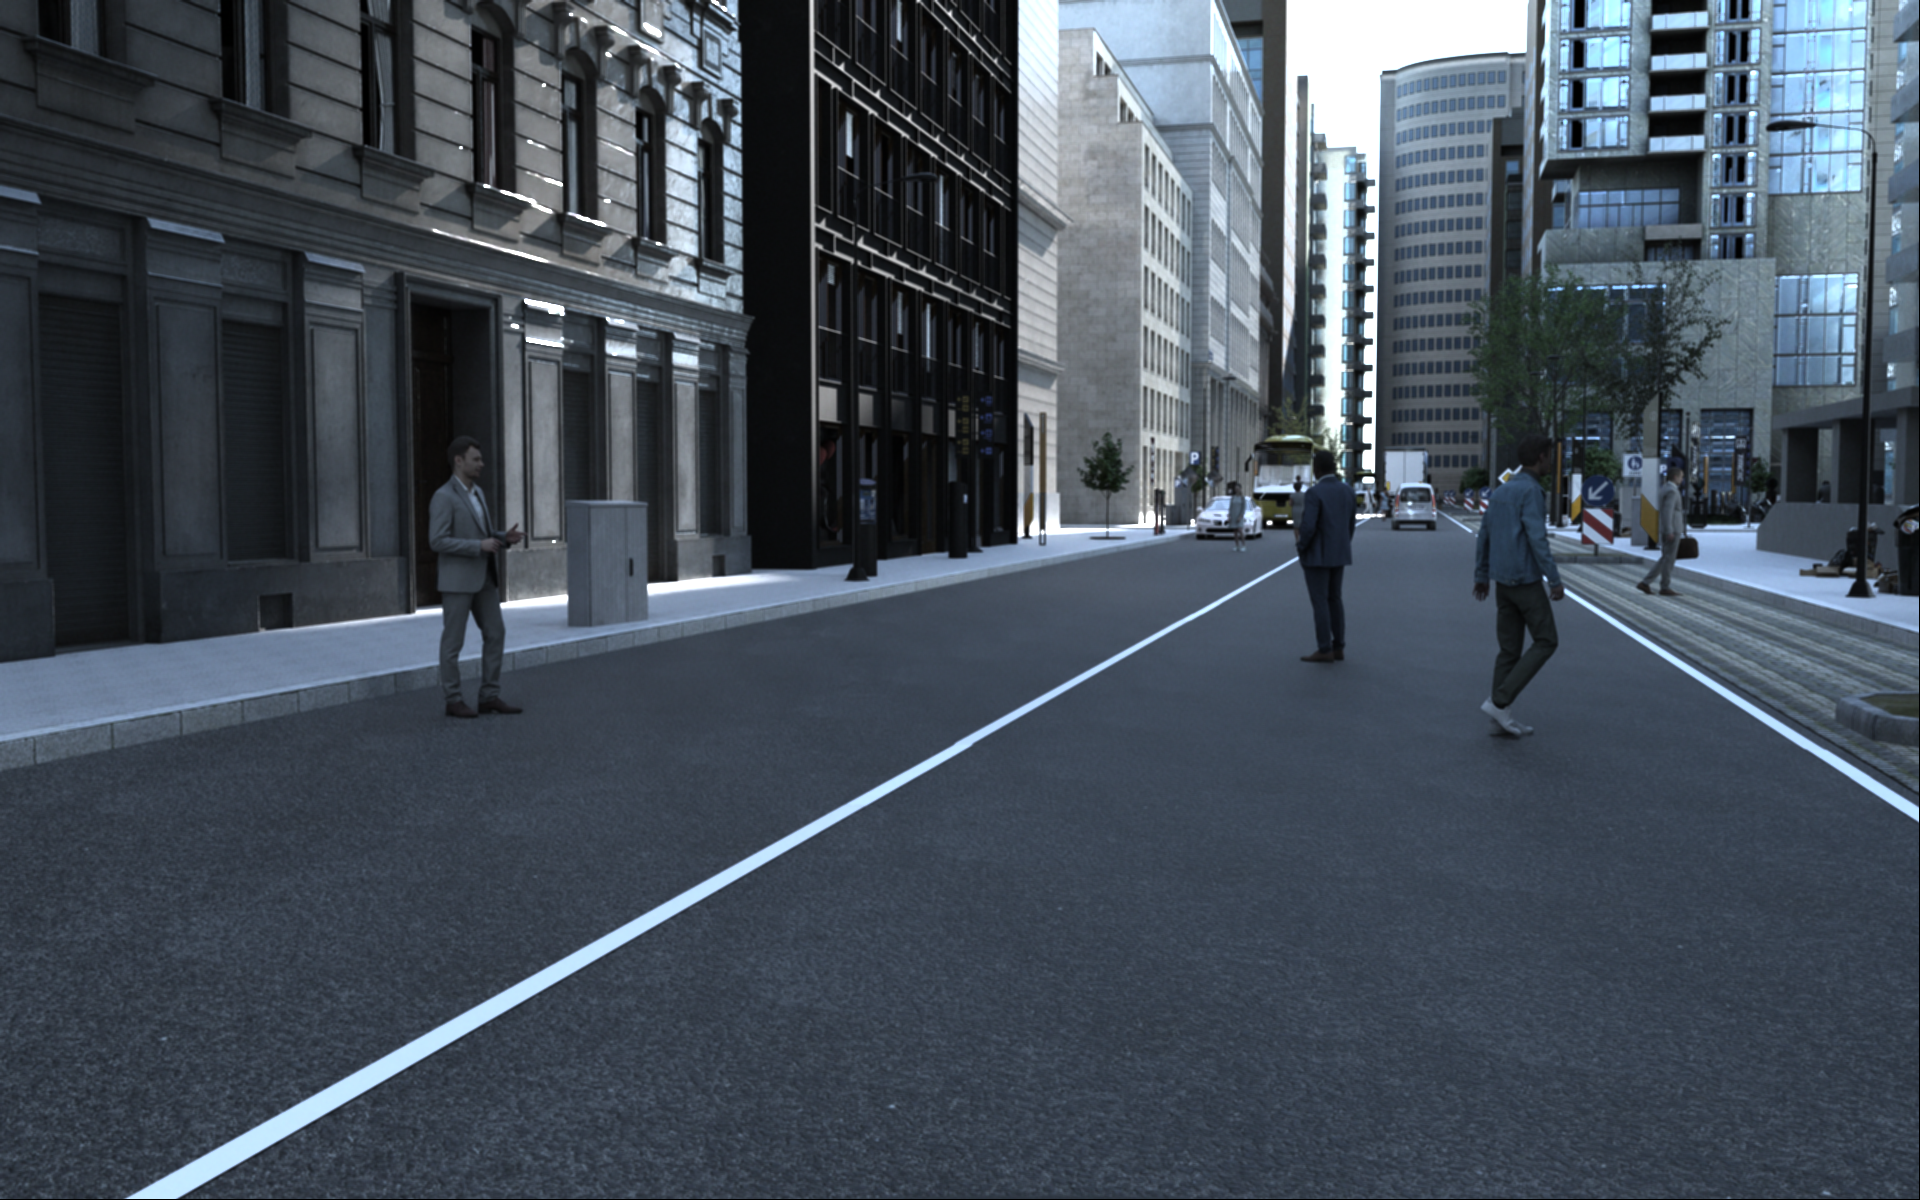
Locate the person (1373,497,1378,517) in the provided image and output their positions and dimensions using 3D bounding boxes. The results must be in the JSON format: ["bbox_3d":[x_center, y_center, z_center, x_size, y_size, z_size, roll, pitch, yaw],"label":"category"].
[{"bbox_3d":[25.828,-5.774,107.594,0.332,1.250,0.352,-1,4,-13],"label":"person"}]

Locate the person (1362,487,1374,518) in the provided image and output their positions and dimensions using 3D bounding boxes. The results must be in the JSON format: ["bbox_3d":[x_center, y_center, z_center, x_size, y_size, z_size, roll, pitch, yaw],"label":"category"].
[{"bbox_3d":[24.065,-5.734,102.132,0.514,1.842,0.818,-3,5,-42],"label":"person"}]

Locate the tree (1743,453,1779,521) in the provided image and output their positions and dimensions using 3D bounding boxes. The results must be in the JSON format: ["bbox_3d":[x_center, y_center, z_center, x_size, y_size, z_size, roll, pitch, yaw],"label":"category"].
[{"bbox_3d":[37.381,-5.303,81.309,1.663,3.219,1.824,0,3,0],"label":"tree"}]

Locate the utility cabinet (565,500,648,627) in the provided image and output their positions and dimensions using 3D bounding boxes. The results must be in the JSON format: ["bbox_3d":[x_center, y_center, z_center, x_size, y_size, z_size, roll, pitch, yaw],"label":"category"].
[{"bbox_3d":[-3.487,-0.369,17.191,0.306,1.237,1.020,1,4,22],"label":"utility cabinet"}]

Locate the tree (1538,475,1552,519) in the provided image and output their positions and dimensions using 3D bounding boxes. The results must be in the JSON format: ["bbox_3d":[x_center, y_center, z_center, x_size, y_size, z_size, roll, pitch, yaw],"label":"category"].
[{"bbox_3d":[30.129,-5.809,89.578,1.663,3.219,1.824,0,3,0],"label":"tree"}]

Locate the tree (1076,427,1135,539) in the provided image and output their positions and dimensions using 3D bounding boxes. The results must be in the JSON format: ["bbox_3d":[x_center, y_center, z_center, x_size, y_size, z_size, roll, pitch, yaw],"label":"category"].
[{"bbox_3d":[4.326,-3.359,49.521,1.663,3.219,1.824,0,3,0],"label":"tree"}]

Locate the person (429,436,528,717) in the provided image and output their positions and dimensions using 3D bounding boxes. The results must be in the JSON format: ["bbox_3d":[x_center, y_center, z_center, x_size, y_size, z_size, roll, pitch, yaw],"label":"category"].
[{"bbox_3d":[-3.097,-0.149,11.142,0.583,1.804,0.606,1,4,11],"label":"person"}]

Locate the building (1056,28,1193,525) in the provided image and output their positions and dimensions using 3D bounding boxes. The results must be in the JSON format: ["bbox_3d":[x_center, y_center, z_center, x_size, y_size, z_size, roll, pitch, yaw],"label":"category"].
[{"bbox_3d":[4.518,-13.797,80.333,10.420,20.320,16.860,1,4,15],"label":"building"}]

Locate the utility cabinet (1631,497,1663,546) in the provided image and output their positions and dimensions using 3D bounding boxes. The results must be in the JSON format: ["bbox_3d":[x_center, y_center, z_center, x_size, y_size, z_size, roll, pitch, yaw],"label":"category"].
[{"bbox_3d":[17.129,-1.932,42.755,1.020,1.237,0.306,2,4,25],"label":"utility cabinet"}]

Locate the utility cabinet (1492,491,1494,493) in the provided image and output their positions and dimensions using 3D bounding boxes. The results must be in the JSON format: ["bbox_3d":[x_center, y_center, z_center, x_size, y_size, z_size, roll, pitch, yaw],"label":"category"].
[{"bbox_3d":[36.222,-6.640,117.235,0.318,1.500,1.173,0,4,0],"label":"utility cabinet"}]

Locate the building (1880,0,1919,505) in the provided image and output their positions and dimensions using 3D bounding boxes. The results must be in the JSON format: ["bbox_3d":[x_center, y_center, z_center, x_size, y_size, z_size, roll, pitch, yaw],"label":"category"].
[{"bbox_3d":[55.418,-27.627,71.314,30.456,49.044,23.786,1,4,15],"label":"building"}]

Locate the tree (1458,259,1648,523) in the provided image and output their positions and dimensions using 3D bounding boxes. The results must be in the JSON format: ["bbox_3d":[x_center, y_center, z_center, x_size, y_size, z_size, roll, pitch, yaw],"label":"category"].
[{"bbox_3d":[26.656,-9.310,77.971,9.928,11.665,9.643,0,3,0],"label":"tree"}]

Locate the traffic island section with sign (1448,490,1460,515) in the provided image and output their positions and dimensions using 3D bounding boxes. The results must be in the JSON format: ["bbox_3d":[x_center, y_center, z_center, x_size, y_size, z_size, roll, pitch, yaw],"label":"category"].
[{"bbox_3d":[34.120,-6.605,116.619,1.989,1.847,2.006,1,4,15],"label":"traffic island section with sign"}]

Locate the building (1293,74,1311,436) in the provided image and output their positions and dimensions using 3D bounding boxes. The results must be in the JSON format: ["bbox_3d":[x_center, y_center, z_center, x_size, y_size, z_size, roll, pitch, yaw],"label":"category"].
[{"bbox_3d":[25.837,-29.488,165.720,14.154,41.232,14.086,1,4,15],"label":"building"}]

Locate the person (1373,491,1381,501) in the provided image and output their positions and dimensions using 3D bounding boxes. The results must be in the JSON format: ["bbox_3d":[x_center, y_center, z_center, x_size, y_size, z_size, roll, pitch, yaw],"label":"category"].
[{"bbox_3d":[38.676,-9.287,161.064,1.217,1.735,0.721,-2,4,-27],"label":"person"}]

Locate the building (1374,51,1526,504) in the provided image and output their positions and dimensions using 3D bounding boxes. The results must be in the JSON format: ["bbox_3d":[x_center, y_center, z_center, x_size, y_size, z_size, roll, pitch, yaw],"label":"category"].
[{"bbox_3d":[69.579,-42.020,229.033,28.212,58.520,21.231,1,4,15],"label":"building"}]

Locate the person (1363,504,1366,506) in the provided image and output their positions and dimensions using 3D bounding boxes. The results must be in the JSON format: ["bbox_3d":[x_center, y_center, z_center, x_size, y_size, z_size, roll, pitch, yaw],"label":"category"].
[{"bbox_3d":[47.756,-11.910,204.171,0.436,1.711,0.756,-1,4,-17],"label":"person"}]

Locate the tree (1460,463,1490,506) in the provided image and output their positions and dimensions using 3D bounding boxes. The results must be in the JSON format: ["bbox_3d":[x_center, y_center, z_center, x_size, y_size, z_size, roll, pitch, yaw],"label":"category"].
[{"bbox_3d":[54.919,-12.262,184.199,4.285,4.588,4.351,0,3,0],"label":"tree"}]

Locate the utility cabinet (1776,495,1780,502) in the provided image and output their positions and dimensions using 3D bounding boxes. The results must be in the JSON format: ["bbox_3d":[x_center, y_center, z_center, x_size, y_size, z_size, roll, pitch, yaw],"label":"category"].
[{"bbox_3d":[44.643,-5.117,94.819,0.306,1.237,1.020,-3,5,-39],"label":"utility cabinet"}]

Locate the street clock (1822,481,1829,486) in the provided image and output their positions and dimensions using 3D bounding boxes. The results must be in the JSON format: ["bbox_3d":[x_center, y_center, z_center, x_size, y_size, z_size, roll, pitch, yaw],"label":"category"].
[{"bbox_3d":[47.431,-5.525,94.900,0.358,2.002,0.471,1,4,10],"label":"street clock"}]

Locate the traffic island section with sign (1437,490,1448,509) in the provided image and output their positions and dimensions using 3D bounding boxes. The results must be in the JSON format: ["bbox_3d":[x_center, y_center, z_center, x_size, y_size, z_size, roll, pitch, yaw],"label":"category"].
[{"bbox_3d":[46.666,-9.546,164.697,1.989,1.847,2.006,1,4,15],"label":"traffic island section with sign"}]

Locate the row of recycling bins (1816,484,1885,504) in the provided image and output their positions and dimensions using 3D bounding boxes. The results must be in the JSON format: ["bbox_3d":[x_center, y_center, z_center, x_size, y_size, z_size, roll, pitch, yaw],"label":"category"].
[{"bbox_3d":[37.175,-4.043,73.221,3.534,1.692,1.069,0,4,7],"label":"row of recycling bins"}]

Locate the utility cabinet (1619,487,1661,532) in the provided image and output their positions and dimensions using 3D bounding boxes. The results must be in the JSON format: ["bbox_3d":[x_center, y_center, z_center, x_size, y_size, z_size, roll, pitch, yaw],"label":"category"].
[{"bbox_3d":[21.296,-2.790,54.292,1.173,1.500,0.318,0,4,1],"label":"utility cabinet"}]

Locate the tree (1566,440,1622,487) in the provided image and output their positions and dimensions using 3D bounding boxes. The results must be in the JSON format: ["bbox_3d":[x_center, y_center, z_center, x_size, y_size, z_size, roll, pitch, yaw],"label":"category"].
[{"bbox_3d":[38.609,-7.419,105.022,4.285,4.588,4.351,0,3,0],"label":"tree"}]

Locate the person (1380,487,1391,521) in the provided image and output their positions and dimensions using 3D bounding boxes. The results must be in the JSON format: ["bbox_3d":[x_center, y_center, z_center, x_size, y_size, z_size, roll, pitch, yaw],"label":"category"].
[{"bbox_3d":[22.546,-5.088,91.776,0.616,1.811,0.778,1,4,18],"label":"person"}]

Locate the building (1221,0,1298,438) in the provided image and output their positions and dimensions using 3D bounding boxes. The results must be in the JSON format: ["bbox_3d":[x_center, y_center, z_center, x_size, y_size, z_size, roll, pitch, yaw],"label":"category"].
[{"bbox_3d":[21.856,-30.670,151.568,14.600,45.320,14.200,1,4,15],"label":"building"}]

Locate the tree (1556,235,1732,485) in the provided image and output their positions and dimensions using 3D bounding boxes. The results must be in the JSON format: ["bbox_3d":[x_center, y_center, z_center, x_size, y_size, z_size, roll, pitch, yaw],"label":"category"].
[{"bbox_3d":[19.474,-6.042,49.148,4.360,8.622,3.978,0,3,0],"label":"tree"}]

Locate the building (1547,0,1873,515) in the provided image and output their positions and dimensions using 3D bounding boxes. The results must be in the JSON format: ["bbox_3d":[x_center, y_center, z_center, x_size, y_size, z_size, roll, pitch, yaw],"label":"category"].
[{"bbox_3d":[49.357,-49.293,118.606,22.319,86.520,31.000,1,4,15],"label":"building"}]

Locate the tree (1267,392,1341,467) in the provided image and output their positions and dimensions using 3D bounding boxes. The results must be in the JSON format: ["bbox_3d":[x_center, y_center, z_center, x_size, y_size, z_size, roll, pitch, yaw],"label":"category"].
[{"bbox_3d":[24.136,-10.620,123.992,4.737,8.622,4.395,0,3,0],"label":"tree"}]

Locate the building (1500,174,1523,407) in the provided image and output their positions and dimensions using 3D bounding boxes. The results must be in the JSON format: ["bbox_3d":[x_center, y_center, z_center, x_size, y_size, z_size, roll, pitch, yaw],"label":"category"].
[{"bbox_3d":[56.346,-23.566,157.008,14.160,30.474,14.107,1,4,15],"label":"building"}]

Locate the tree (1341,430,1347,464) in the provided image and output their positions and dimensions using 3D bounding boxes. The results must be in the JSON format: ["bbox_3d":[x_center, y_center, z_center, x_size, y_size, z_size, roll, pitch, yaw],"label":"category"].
[{"bbox_3d":[38.704,-14.165,181.966,4.737,8.622,4.395,0,3,0],"label":"tree"}]

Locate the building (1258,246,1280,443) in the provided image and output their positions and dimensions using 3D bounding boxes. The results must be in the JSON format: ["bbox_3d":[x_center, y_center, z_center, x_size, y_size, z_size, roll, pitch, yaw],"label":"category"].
[{"bbox_3d":[16.207,-17.598,129.524,13.314,21.916,24.055,1,4,15],"label":"building"}]

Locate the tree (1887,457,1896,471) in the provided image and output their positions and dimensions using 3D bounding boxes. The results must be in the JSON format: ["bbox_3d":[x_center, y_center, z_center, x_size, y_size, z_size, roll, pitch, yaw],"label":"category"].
[{"bbox_3d":[26.573,-3.231,47.421,1.663,3.219,1.824,0,3,0],"label":"tree"}]

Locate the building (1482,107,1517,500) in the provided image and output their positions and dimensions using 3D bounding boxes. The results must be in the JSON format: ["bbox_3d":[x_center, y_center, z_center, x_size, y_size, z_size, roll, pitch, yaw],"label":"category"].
[{"bbox_3d":[68.098,-33.639,200.102,14.600,45.320,14.200,1,4,15],"label":"building"}]

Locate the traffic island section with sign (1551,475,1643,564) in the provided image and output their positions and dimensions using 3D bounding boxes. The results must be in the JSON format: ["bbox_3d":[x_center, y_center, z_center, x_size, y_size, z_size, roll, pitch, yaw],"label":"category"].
[{"bbox_3d":[13.153,-1.690,36.261,1.989,1.847,2.006,1,4,15],"label":"traffic island section with sign"}]

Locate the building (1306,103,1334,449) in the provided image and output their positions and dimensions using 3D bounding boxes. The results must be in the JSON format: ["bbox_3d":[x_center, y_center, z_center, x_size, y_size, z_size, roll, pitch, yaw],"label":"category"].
[{"bbox_3d":[27.524,-35.804,205.001,30.456,49.044,23.786,1,4,15],"label":"building"}]

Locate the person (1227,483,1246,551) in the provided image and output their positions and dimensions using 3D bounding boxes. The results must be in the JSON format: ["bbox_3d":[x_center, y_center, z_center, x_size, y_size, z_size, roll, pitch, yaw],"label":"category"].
[{"bbox_3d":[7.017,-2.092,43.712,0.512,1.701,0.522,2,4,32],"label":"person"}]

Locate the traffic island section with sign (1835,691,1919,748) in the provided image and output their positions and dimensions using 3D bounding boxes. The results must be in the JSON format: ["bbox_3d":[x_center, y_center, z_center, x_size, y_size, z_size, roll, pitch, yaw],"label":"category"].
[{"bbox_3d":[6.346,-0.093,10.149,1.989,1.847,2.006,1,4,15],"label":"traffic island section with sign"}]

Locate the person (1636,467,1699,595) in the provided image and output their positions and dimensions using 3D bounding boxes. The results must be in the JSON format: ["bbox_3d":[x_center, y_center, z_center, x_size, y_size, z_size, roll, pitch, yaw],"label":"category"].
[{"bbox_3d":[10.002,-0.963,24.365,0.853,1.813,0.709,1,4,9],"label":"person"}]

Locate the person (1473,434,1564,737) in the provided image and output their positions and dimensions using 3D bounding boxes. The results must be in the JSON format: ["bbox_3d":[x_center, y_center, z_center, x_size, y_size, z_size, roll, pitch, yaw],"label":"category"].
[{"bbox_3d":[3.272,-0.084,10.215,0.444,1.785,0.601,0,4,-6],"label":"person"}]

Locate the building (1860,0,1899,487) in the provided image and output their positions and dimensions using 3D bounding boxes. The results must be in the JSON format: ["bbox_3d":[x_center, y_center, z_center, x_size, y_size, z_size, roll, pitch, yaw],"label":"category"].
[{"bbox_3d":[90.294,-46.020,190.675,20.611,71.187,20.563,1,4,15],"label":"building"}]

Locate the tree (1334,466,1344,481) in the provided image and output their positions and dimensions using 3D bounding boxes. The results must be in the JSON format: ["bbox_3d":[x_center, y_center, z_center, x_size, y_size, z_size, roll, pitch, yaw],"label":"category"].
[{"bbox_3d":[35.892,-11.372,169.653,4.285,4.588,4.351,0,3,0],"label":"tree"}]

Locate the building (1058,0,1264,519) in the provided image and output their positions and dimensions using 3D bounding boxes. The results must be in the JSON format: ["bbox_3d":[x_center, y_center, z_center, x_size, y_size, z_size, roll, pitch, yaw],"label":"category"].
[{"bbox_3d":[11.033,-19.875,102.446,11.434,29.767,29.804,1,4,15],"label":"building"}]

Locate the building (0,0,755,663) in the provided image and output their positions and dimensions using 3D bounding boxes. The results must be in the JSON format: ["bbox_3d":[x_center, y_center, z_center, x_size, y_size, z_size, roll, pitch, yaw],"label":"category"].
[{"bbox_3d":[-10.160,-10.449,19.997,9.793,20.994,18.267,1,4,15],"label":"building"}]

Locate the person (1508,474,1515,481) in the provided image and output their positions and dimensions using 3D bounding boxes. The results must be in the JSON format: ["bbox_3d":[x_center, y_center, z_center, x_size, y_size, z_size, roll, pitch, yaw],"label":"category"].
[{"bbox_3d":[11.194,-1.626,34.959,0.514,1.842,0.818,-2,4,-28],"label":"person"}]

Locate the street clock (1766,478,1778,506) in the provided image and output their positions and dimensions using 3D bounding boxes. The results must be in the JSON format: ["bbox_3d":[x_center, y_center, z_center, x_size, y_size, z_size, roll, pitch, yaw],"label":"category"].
[{"bbox_3d":[37.209,-4.579,79.438,0.471,2.002,0.358,-1,4,-9],"label":"street clock"}]

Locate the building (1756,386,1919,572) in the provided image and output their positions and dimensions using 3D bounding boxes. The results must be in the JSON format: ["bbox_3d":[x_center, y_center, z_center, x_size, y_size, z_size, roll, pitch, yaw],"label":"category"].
[{"bbox_3d":[32.172,-20.551,27.887,32.217,40.220,23.993,1,4,15],"label":"building"}]

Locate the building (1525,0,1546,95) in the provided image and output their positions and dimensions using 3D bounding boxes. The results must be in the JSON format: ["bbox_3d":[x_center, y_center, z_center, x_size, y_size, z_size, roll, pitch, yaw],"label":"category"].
[{"bbox_3d":[53.760,-30.091,142.101,14.600,45.320,14.200,1,4,15],"label":"building"}]

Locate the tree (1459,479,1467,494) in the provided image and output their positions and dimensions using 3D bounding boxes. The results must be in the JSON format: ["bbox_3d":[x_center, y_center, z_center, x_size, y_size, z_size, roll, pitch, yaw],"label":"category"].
[{"bbox_3d":[58.090,-12.572,200.145,1.663,3.219,1.824,0,3,0],"label":"tree"}]

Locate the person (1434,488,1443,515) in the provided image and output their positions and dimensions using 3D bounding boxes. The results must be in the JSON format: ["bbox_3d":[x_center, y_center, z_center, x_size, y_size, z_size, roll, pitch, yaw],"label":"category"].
[{"bbox_3d":[32.061,-6.608,116.517,0.794,1.824,0.713,-1,4,-23],"label":"person"}]

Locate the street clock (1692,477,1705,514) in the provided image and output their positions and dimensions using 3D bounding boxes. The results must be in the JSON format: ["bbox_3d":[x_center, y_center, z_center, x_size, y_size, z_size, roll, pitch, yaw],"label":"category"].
[{"bbox_3d":[34.529,-4.676,81.015,0.358,2.002,0.471,-3,5,-43],"label":"street clock"}]

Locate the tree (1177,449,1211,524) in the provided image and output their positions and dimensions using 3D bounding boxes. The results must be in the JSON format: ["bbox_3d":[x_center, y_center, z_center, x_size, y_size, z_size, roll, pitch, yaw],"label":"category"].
[{"bbox_3d":[10.093,-4.918,75.011,1.663,3.219,1.824,0,3,0],"label":"tree"}]

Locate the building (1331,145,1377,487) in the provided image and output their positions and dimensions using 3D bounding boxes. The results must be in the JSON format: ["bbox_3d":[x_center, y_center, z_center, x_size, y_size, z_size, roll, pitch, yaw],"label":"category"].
[{"bbox_3d":[41.409,-37.843,238.340,30.456,49.044,23.786,1,4,15],"label":"building"}]

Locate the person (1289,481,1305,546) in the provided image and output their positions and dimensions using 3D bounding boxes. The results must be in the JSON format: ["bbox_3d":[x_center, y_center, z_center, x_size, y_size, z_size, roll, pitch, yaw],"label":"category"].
[{"bbox_3d":[9.406,-2.376,47.700,0.716,1.782,0.532,0,4,4],"label":"person"}]

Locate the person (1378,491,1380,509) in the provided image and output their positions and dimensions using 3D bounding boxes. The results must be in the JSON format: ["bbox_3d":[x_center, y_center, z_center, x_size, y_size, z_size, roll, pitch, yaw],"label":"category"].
[{"bbox_3d":[39.347,-9.376,162.620,0.721,1.723,1.217,0,4,-5],"label":"person"}]

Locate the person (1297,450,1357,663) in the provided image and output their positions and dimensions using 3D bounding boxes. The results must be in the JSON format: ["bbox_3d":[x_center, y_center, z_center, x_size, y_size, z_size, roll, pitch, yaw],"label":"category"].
[{"bbox_3d":[3.142,-0.374,14.799,0.721,1.800,0.419,-3,5,-42],"label":"person"}]

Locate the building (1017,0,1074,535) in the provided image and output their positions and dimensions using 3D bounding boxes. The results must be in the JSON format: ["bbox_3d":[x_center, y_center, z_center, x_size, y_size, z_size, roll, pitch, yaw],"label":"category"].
[{"bbox_3d":[-8.839,-16.466,56.608,23.554,28.519,14.401,1,4,15],"label":"building"}]

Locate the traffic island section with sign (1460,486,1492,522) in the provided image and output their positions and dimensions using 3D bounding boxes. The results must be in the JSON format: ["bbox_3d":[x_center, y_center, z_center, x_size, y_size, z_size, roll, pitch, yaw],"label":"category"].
[{"bbox_3d":[27.181,-4.979,90.032,1.989,1.847,2.006,1,4,15],"label":"traffic island section with sign"}]

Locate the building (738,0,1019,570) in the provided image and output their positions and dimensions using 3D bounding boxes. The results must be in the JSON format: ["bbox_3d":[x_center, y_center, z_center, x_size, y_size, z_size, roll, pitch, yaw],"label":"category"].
[{"bbox_3d":[-6.462,-12.732,37.843,12.332,23.373,15.834,1,4,15],"label":"building"}]
